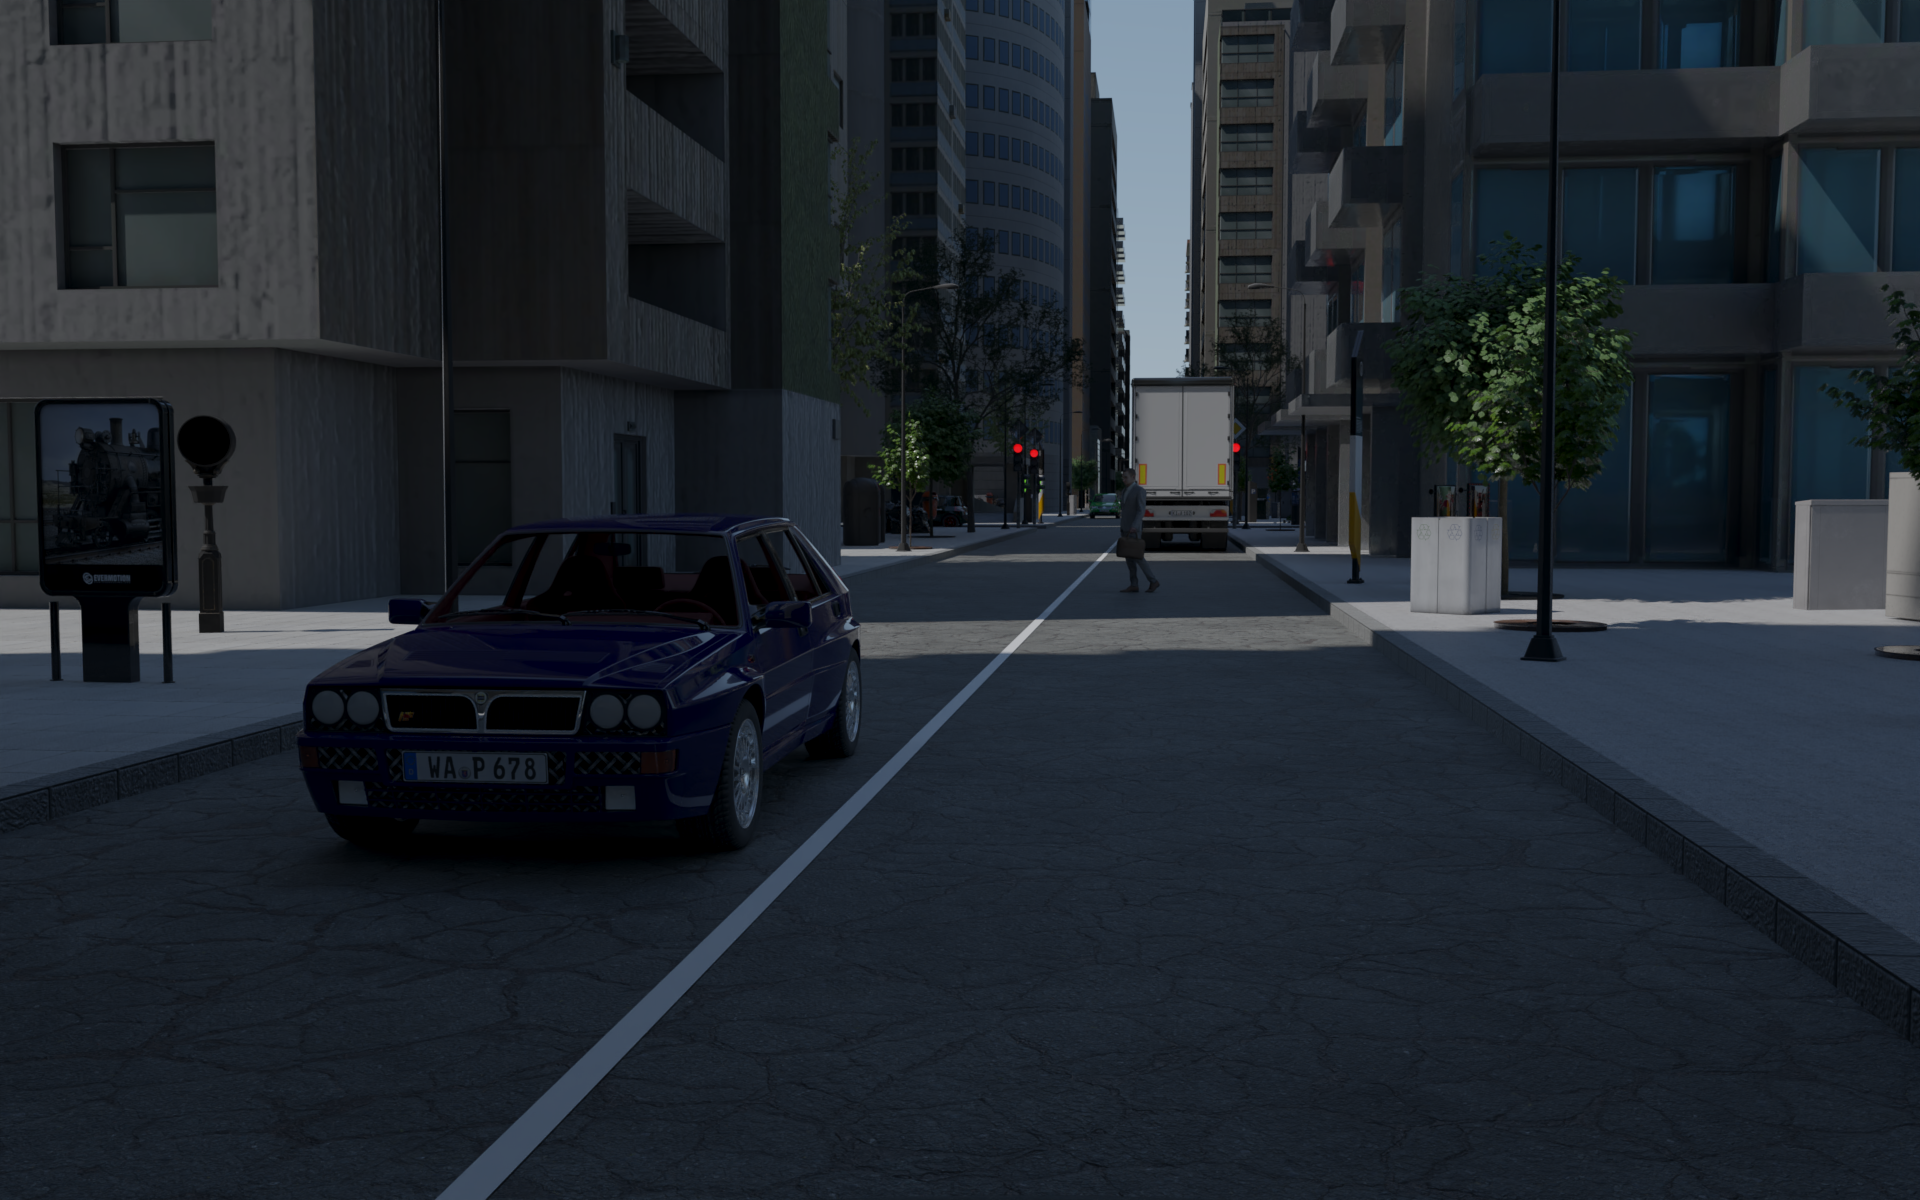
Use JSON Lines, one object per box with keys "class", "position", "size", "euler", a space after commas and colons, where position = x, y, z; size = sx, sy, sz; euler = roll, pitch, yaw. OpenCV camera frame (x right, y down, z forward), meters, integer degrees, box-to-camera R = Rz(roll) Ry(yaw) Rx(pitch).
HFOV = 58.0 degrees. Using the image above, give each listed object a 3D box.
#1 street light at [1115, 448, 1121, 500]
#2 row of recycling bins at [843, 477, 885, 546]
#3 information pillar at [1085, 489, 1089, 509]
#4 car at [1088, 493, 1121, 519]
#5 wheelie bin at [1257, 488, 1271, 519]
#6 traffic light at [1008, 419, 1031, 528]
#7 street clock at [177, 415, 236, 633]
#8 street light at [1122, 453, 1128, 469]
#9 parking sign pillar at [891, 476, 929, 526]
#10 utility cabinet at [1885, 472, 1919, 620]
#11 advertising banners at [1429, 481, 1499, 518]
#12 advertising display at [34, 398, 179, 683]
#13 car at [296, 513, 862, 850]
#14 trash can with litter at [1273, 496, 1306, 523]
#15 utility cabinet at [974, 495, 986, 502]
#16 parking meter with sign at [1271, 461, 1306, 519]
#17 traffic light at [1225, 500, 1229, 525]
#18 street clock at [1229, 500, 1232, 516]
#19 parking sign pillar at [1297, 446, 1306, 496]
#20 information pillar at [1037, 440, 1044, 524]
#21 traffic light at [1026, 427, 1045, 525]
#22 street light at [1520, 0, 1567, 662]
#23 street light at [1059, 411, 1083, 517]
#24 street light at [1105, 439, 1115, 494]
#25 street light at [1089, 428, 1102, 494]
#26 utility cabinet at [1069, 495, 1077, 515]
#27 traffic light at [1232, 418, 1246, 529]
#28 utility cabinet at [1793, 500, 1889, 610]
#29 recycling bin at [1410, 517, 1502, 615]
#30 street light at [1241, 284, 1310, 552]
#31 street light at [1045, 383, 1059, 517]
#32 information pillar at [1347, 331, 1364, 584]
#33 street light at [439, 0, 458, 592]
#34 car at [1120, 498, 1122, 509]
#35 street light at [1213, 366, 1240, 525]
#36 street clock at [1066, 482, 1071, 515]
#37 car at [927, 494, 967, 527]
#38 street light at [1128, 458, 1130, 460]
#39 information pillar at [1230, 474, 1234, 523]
{"class": "street light", "position": [15.151, -12.261, 173.008], "size": [1.470, 5.913, 1.316], "euler": [0, 4, 7]}
{"class": "row of recycling bins", "position": [-2.476, -2.282, 44.423], "size": [1.069, 1.692, 3.534], "euler": [0, 4, 1]}
{"class": "information pillar", "position": [10.841, -8.755, 147.636], "size": [0.304, 2.012, 0.304], "euler": [0, 4, -4]}
{"class": "car", "position": [8.579, -5.713, 102.209], "size": [1.959, 1.807, 4.718], "euler": [0, 4, 6]}
{"class": "wheelie bin", "position": [15.277, -4.869, 87.520], "size": [0.980, 1.594, 0.693], "euler": [2, 4, 33]}
{"class": "traffic light", "position": [2.205, -4.636, 64.727], "size": [0.839, 4.253, 0.868], "euler": [0, 4, 7]}
{"class": "street clock", "position": [-6.943, -0.700, 16.010], "size": [0.471, 2.002, 0.358], "euler": [-1, 4, -12]}
{"class": "street light", "position": [18.115, -13.773, 197.735], "size": [1.470, 5.913, 1.316], "euler": [0, 4, 7]}
{"class": "parking sign pillar", "position": [-1.877, -4.618, 63.973], "size": [1.447, 3.967, 1.447], "euler": [1, 4, 9]}
{"class": "utility cabinet", "position": [9.768, -0.525, 17.270], "size": [0.318, 1.500, 1.173], "euler": [0, 4, -6]}
{"class": "advertising banners", "position": [7.435, -1.756, 24.900], "size": [2.074, 3.025, 0.090], "euler": [-3, 4, -37]}
{"class": "advertising display", "position": [-5.800, -0.402, 11.783], "size": [0.974, 1.923, 0.123], "euler": [1, 4, 10]}
{"class": "car", "position": [-1.568, 0.264, 8.272], "size": [1.945, 1.354, 3.894], "euler": [0, 4, 6]}
{"class": "trash can with litter", "position": [14.981, -3.996, 76.390], "size": [2.233, 1.210, 1.678], "euler": [2, 4, 28]}
{"class": "utility cabinet", "position": [1.164, -5.918, 107.925], "size": [1.020, 1.237, 0.306], "euler": [-1, 4, -11]}
{"class": "parking meter with sign", "position": [17.225, -5.792, 90.961], "size": [1.738, 3.016, 0.543], "euler": [2, 4, 32]}
{"class": "traffic light", "position": [11.053, -5.065, 71.738], "size": [0.839, 4.253, 0.868], "euler": [0, 4, 7]}
{"class": "street clock", "position": [15.565, -5.838, 100.022], "size": [0.471, 2.002, 0.358], "euler": [2, 4, 35]}
{"class": "parking sign pillar", "position": [19.332, -6.573, 95.934], "size": [1.447, 3.967, 1.447], "euler": [1, 4, 16]}
{"class": "information pillar", "position": [3.544, -5.140, 75.387], "size": [0.183, 3.616, 0.504], "euler": [-1, 4, -17]}
{"class": "traffic light", "position": [3.145, -5.121, 72.656], "size": [0.839, 4.253, 0.868], "euler": [0, 4, 7]}
{"class": "street light", "position": [3.976, -2.492, 13.285], "size": [1.470, 5.913, 1.316], "euler": [0, 4, 7]}
{"class": "street light", "position": [6.160, -7.613, 97.018], "size": [1.470, 5.913, 1.316], "euler": [0, 4, 7]}
{"class": "street light", "position": [12.347, -10.765, 148.551], "size": [1.470, 5.913, 1.316], "euler": [0, 4, 7]}
{"class": "street light", "position": [9.101, -9.141, 121.999], "size": [1.470, 5.913, 1.316], "euler": [0, 4, 7]}
{"class": "utility cabinet", "position": [6.995, -5.878, 107.270], "size": [0.306, 1.237, 1.020], "euler": [1, 4, 15]}
{"class": "traffic light", "position": [10.113, -4.580, 63.808], "size": [0.839, 4.253, 0.868], "euler": [0, 4, 7]}
{"class": "utility cabinet", "position": [9.843, -0.498, 19.302], "size": [1.020, 1.237, 0.306], "euler": [0, 4, -8]}
{"class": "recycling bin", "position": [5.377, -0.380, 18.770], "size": [0.722, 1.027, 0.722], "euler": [-3, 5, -44]}
{"class": "street light", "position": [7.047, -4.023, 38.309], "size": [1.470, 5.913, 1.316], "euler": [0, 4, 7]}
{"class": "street light", "position": [3.261, -6.116, 72.533], "size": [1.470, 5.913, 1.316], "euler": [0, 4, 7]}
{"class": "information pillar", "position": [5.656, -2.041, 24.727], "size": [0.183, 3.616, 0.504], "euler": [2, 4, 24]}
{"class": "street light", "position": [-3.711, -2.551, 14.253], "size": [1.470, 5.913, 1.316], "euler": [0, 4, 7]}
{"class": "car", "position": [16.041, -9.228, 162.873], "size": [2.014, 1.417, 4.499], "euler": [1, 4, 9]}
{"class": "street light", "position": [9.895, -5.534, 63.021], "size": [1.470, 5.913, 1.316], "euler": [0, 4, 7]}
{"class": "street clock", "position": [6.559, -6.132, 104.833], "size": [0.358, 2.002, 0.471], "euler": [0, 4, 6]}
{"class": "car", "position": [-1.649, -3.583, 68.368], "size": [4.222, 1.686, 2.009], "euler": [0, 4, 7]}
{"class": "street light", "position": [21.969, -15.819, 231.180], "size": [1.470, 5.913, 1.316], "euler": [0, 4, 7]}
{"class": "information pillar", "position": [12.015, -5.181, 76.067], "size": [0.183, 3.616, 0.504], "euler": [-1, 4, -15]}
